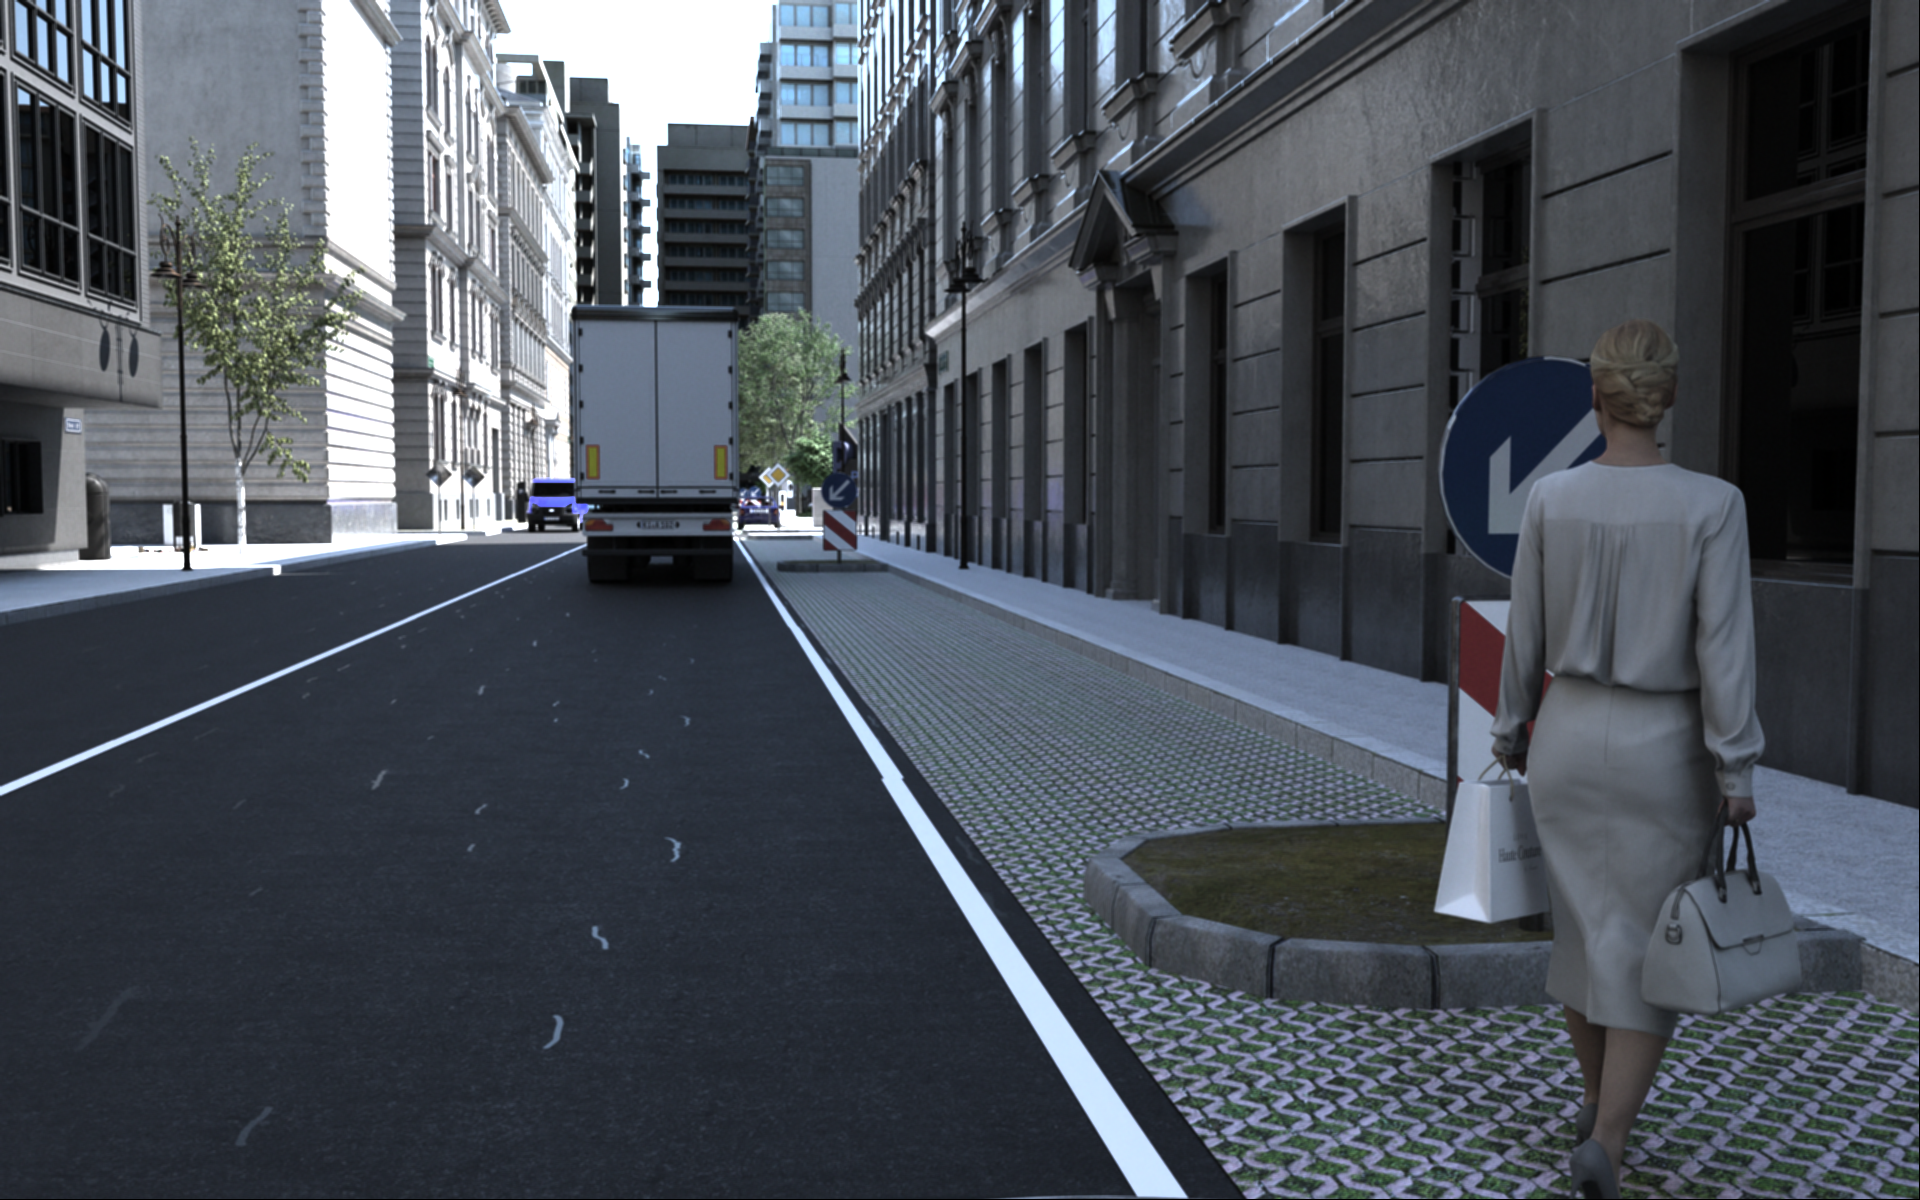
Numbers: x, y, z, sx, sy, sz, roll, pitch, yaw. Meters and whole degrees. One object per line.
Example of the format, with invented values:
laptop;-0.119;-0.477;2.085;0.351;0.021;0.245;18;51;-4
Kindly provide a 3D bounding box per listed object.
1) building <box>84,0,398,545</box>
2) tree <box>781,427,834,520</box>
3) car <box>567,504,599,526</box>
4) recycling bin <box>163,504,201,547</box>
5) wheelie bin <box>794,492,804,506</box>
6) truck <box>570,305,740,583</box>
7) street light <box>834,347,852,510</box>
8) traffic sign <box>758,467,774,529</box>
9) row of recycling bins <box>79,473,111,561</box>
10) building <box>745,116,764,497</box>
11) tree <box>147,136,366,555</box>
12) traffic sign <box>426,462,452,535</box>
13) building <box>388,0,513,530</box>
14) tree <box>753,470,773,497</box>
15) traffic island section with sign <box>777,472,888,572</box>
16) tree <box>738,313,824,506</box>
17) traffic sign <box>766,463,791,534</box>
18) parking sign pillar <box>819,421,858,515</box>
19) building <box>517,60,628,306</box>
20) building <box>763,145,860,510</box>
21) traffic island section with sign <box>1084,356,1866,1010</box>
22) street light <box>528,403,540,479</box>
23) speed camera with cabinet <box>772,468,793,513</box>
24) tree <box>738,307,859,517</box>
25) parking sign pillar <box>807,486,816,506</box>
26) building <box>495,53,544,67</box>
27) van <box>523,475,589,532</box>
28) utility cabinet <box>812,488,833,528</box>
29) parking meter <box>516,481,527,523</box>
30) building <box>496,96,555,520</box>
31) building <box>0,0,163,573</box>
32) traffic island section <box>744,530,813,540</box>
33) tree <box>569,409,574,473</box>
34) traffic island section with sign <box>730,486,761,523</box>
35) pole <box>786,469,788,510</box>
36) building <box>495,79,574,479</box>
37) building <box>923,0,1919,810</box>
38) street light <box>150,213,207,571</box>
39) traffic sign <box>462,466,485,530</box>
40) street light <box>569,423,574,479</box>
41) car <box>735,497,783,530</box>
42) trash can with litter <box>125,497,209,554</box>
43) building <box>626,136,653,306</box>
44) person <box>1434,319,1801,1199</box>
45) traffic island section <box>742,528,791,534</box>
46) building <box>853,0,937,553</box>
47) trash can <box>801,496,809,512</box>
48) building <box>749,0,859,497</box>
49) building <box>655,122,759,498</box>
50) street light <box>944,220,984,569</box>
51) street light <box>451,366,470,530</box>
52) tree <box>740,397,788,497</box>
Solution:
building;-25.945;-13.347;47.101;19.941;23.489;11.050;-1;4;-8
tree;-7.040;-6.181;84.769;4.285;4.588;4.351;0;3;0
car;-16.770;-4.186;78.224;2.009;1.686;4.222;0;4;-7
recycling bin;-19.067;-1.829;42.457;0.722;1.027;0.722;-1;4;-13
wheelie bin;-11.588;-7.142;124.679;0.693;1.594;0.980;-1;4;-12
truck;-5.380;-2.600;31.417;2.839;4.237;11.283;-1;4;-9
street light;-3.692;-5.003;54.583;0.468;5.910;1.993;-1;4;-8
traffic sign;-6.938;-3.631;63.012;0.795;2.450;0.064;-1;4;-8
row of recycling bins;-18.284;-1.633;33.811;3.534;1.692;1.069;1;4;9
building;-13.389;-33.347;199.851;22.147;44.769;28.867;-1;4;-8
tree;-14.947;-5.255;36.274;4.737;8.622;4.395;0;3;0
traffic sign;-16.119;-3.057;53.623;0.795;2.450;0.064;-1;4;-8
building;-26.634;-17.365;71.310;14.401;28.519;23.554;-1;4;-8
tree;-15.825;-8.833;139.027;1.663;3.219;1.824;0;3;0
traffic island section with sign;-2.420;-1.456;32.428;1.989;1.847;2.006;-1;4;-8
tree;-11.982;-11.654;108.668;7.486;12.596;7.792;0;3;0
traffic sign;-5.781;-3.148;55.111;0.795;2.450;0.064;-1;4;-8
parking sign pillar;-4.174;-4.589;63.508;1.447;3.967;1.447;-2;4;-33
building;-49.111;-35.119;197.901;21.600;48.544;21.300;-1;4;-8
building;-9.703;-23.003;147.797;14.160;30.474;14.107;-1;4;-8
traffic island section with sign;1.481;0.176;5.755;1.989;1.847;2.006;-1;4;-8
street light;-21.558;-7.029;87.713;0.468;5.910;1.993;-1;4;-8
speed camera with cabinet;-11.912;-7.449;116.134;0.660;3.252;2.038;1;4;20
tree;-9.255;-10.493;97.313;9.928;11.665;9.643;0;3;0
parking sign pillar;-11.248;-8.963;135.024;1.447;3.967;1.447;1;4;21
building;-46.777;-27.776;146.014;32.217;40.220;23.993;-1;4;-8
van;-15.499;-3.815;66.752;2.240;2.365;5.245;0;4;-8
utility cabinet;-4.947;-3.452;65.115;1.173;1.500;0.318;-1;4;-15
parking meter;-19.569;-4.378;77.285;0.399;1.863;0.255;0;4;-2
building;-28.254;-16.191;93.600;11.050;23.489;19.941;-1;4;-8
building;-19.559;-13.738;18.130;14.314;27.812;24.014;-1;4;-8
traffic island section;-5.759;-2.013;55.191;2.009;0.180;2.903;-1;4;-8
tree;-28.944;-11.171;133.009;4.360;8.622;3.978;0;3;0
traffic island section with sign;-10.476;-4.820;87.433;1.989;1.847;2.006;-1;4;-8
pole;-13.837;-8.847;138.487;0.158;3.312;0.155;0;3;0
building;-32.608;-20.006;113.009;13.634;28.700;20.117;-1;4;-8
building;10.383;-14.669;16.250;17.030;29.872;44.131;-1;4;-8
street light;-12.959;-3.430;28.865;0.468;5.910;1.993;-1;4;-8
traffic sign;-17.276;-3.540;61.525;0.795;2.450;0.064;-1;4;-8
street light;-25.164;-8.537;112.368;0.468;5.910;1.993;-1;4;-8
car;-8.103;-3.505;69.879;1.945;1.354;3.894;0;4;-7
trash can with litter;-17.446;-1.650;38.027;1.678;1.210;2.233;2;4;31
building;-55.743;-37.184;227.558;30.456;49.044;23.786;-1;4;-8
person;1.293;0.328;3.495;0.624;1.780;0.694;-3;4;-39
traffic island section;-6.916;-2.496;63.092;2.009;0.180;2.903;-1;4;-8
building;2.599;-12.092;46.857;9.793;20.994;18.267;-1;4;-8
trash can;-10.042;-6.095;111.299;0.748;1.137;0.748;0;3;0
building;-8.716;-33.693;170.482;23.786;49.044;30.456;-1;4;-8
building;-29.230;-37.101;230.305;21.600;48.544;21.300;-1;4;-8
street light;0.065;-3.471;29.544;0.468;5.910;1.993;-1;4;-8
street light;-17.949;-5.479;62.361;0.468;5.910;1.993;-1;4;-8
tree;-14.140;-10.802;126.982;4.737;8.622;4.395;0;3;0
